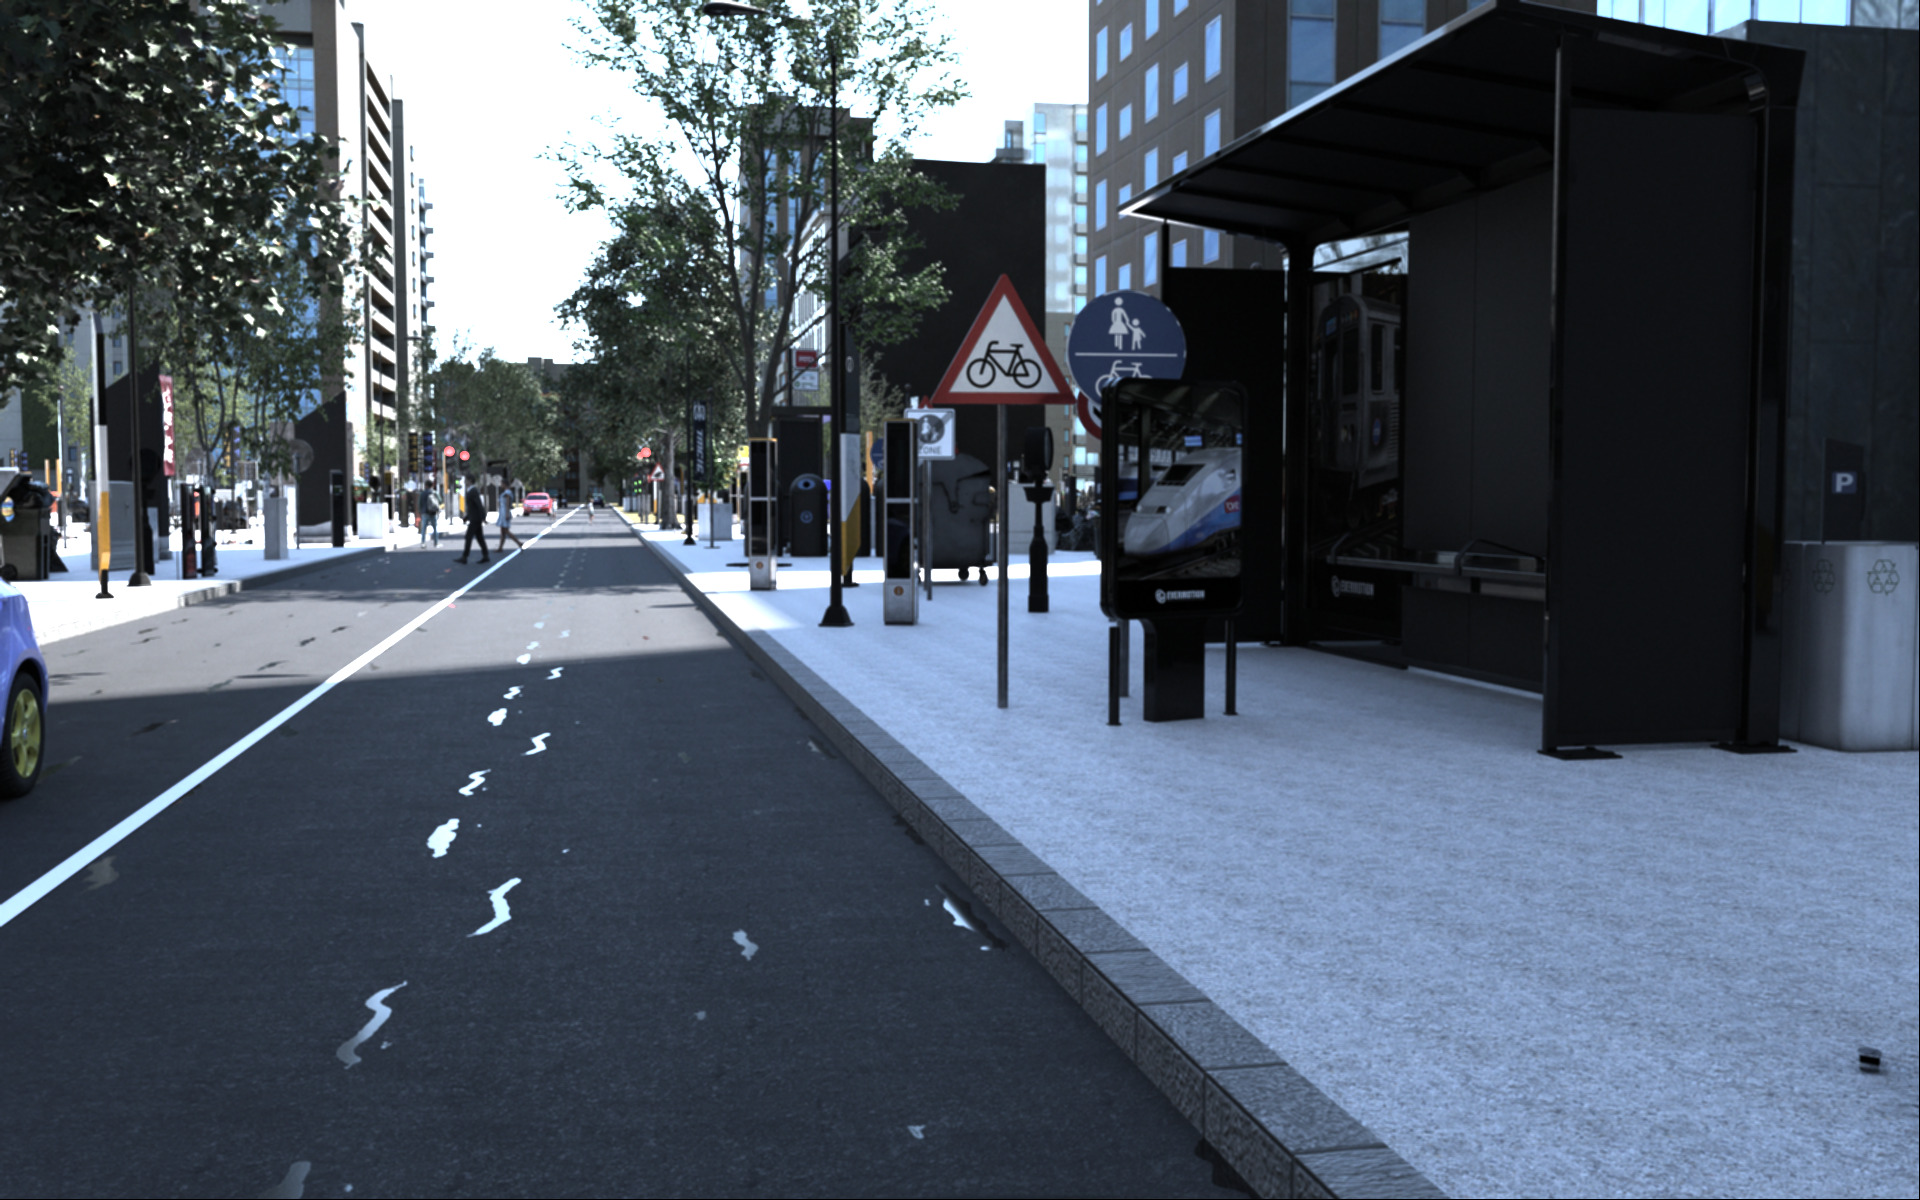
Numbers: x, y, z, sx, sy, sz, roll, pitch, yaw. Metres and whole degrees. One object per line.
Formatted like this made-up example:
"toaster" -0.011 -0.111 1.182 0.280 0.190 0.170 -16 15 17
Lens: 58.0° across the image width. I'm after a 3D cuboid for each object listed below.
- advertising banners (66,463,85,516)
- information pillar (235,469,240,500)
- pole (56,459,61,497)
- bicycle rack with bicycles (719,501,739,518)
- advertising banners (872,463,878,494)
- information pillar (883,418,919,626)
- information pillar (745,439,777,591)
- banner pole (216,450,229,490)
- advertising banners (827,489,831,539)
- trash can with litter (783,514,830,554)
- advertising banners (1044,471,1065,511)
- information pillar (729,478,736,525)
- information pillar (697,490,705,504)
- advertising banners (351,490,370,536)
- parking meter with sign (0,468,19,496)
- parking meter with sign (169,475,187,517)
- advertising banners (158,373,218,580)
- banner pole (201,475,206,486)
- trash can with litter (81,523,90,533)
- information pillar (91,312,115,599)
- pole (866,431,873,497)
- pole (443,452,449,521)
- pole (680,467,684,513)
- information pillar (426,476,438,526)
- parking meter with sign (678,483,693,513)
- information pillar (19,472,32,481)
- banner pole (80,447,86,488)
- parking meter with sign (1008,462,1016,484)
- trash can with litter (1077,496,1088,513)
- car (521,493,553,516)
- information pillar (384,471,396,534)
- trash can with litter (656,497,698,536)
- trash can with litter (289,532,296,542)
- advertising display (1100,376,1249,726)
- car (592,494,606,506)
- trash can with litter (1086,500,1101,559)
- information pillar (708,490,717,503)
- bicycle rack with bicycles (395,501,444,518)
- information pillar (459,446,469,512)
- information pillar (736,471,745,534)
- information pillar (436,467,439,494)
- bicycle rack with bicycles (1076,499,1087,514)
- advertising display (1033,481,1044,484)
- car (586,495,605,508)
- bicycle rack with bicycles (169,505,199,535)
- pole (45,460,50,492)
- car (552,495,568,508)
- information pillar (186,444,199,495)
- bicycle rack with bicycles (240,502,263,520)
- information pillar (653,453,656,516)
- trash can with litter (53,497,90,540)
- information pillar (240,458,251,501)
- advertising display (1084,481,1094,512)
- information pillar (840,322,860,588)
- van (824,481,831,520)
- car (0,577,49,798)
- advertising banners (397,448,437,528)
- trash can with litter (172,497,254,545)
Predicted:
"advertising banners" -50.463 -6.275 98.791 2.074 3.025 0.090 2 4 29
"information pillar" -58.987 -9.188 141.580 0.504 3.616 0.183 1 4 16
"pole" -53.100 -6.619 102.070 0.158 3.312 0.155 0 3 0
"bicycle rack with bicycles" -12.313 -4.936 94.090 2.925 0.926 2.852 -2 4 -34
"advertising banners" -4.993 -5.559 87.072 2.074 3.025 0.090 -2 4 -23
"information pillar" -0.578 -0.765 16.992 0.304 2.012 0.304 0 4 8
"information pillar" -2.626 -1.136 23.073 0.304 2.012 0.304 1 4 12
"banner pole" -42.319 -6.682 99.262 0.863 3.779 0.401 0 4 2
"advertising banners" -3.907 -3.307 50.262 0.090 3.025 2.074 -1 4 -18
"trash can with litter" -3.401 -1.645 37.947 1.678 1.210 2.233 2 4 34
"advertising banners" 3.454 -4.150 64.048 0.090 3.025 2.074 2 4 34
"information pillar" -9.286 -4.066 70.970 0.304 2.012 0.304 -1 4 -21
"information pillar" -14.874 -6.592 99.139 0.504 3.616 0.183 -3 4 -37
"advertising banners" -18.891 -3.431 52.291 2.074 3.025 0.090 -2 4 -32
"parking meter with sign" -27.555 -3.285 49.973 1.738 3.016 0.543 -1 4 -16
"parking meter with sign" -44.499 -6.283 98.980 1.738 3.016 0.543 1 4 21
"advertising banners" -11.668 -1.834 26.180 0.090 3.025 2.074 0 4 -4
"banner pole" -45.631 -7.010 104.633 0.863 3.779 0.401 0 4 -3
"trash can with litter" -28.617 -2.823 57.542 0.624 1.170 1.055 1 4 21
"information pillar" -10.467 -1.820 21.106 0.183 3.616 0.504 -2 4 -32
"pole" -2.958 -3.833 56.515 0.158 3.312 0.155 0 3 0
"pole" -24.766 -5.479 83.424 0.158 3.312 0.155 0 3 0
"pole" -19.137 -7.674 119.312 0.158 3.312 0.155 0 3 0
"information pillar" -21.028 -3.945 69.000 0.304 2.012 0.304 1 4 20
"parking meter with sign" -18.136 -7.302 115.651 1.738 3.016 0.543 0 4 -8
"information pillar" -31.739 -3.323 58.816 0.304 2.012 0.304 1 4 20
"banner pole" -45.379 -6.091 89.613 0.863 3.779 0.401 3 5 41
"parking meter with sign" 2.774 -5.992 94.229 0.543 3.016 1.738 1 4 21
"trash can with litter" 7.750 -6.097 110.750 1.678 1.210 2.233 2 4 30
"car" -27.626 -6.383 113.408 2.155 1.783 4.494 -1 4 -10
"information pillar" -18.320 -3.127 55.618 0.304 2.012 0.304 0 4 -8
"trash can with litter" -8.359 -2.608 53.701 1.678 1.210 2.233 -2 4 -31
"trash can with litter" -17.373 -2.132 46.250 1.055 1.170 0.624 0 4 -5
"advertising display" 1.218 -0.281 9.802 0.974 1.923 0.123 -2 4 -32
"car" -44.418 -12.251 212.095 2.131 1.459 4.920 -1 4 -12
"trash can with litter" 2.967 -1.392 34.141 0.624 1.170 1.055 2 4 29
"information pillar" -13.763 -6.424 96.390 0.504 3.616 0.183 -1 4 -20
"bicycle rack with bicycles" -29.777 -4.984 94.875 2.925 0.926 2.852 3 5 42
"information pillar" -23.281 -5.510 81.446 0.504 3.616 0.183 1 4 10
"information pillar" -6.902 -3.114 55.408 0.304 2.012 0.304 0 4 -4
"information pillar" -40.661 -8.753 134.473 0.504 3.616 0.183 -1 4 -21
"bicycle rack with bicycles" 9.407 -6.675 122.524 2.925 0.926 2.852 2 4 33
"advertising display" 2.582 -3.374 60.380 0.123 1.923 0.974 -2 4 -34
"car" -38.397 -10.388 182.424 1.945 1.354 3.894 -1 4 -11
"bicycle rack with bicycles" -25.187 -2.531 54.762 2.925 0.926 2.852 1 4 23
"pole" -54.141 -6.665 102.819 0.158 3.312 0.155 0 3 0
"car" -42.038 -10.328 181.438 1.945 1.354 3.894 -1 4 -12
"information pillar" -34.215 -5.249 77.182 0.183 3.616 0.504 3 5 41
"bicycle rack with bicycles" -34.951 -4.314 83.909 2.852 0.926 2.925 -3 5 -45
"information pillar" -17.526 -6.625 99.669 0.183 3.616 0.504 0 4 7
"trash can with litter" -25.468 -2.306 48.762 1.678 1.210 2.233 -1 4 -18
"information pillar" -45.071 -7.228 109.535 0.504 3.616 0.183 -1 4 -9
"advertising display" 6.388 -4.834 84.241 0.123 1.923 0.974 -2 4 -34
"information pillar" -1.521 -1.991 23.903 0.183 3.616 0.504 1 4 22
"van" -6.277 -4.426 76.753 5.245 2.365 2.240 -1 4 -13
"car" -4.986 0.171 6.799 1.945 1.707 3.694 -1 4 -12
"advertising banners" -20.351 -4.209 65.006 2.074 3.025 0.090 2 4 29
"trash can with litter" -18.719 -2.021 44.106 2.233 1.210 1.678 1 4 11
